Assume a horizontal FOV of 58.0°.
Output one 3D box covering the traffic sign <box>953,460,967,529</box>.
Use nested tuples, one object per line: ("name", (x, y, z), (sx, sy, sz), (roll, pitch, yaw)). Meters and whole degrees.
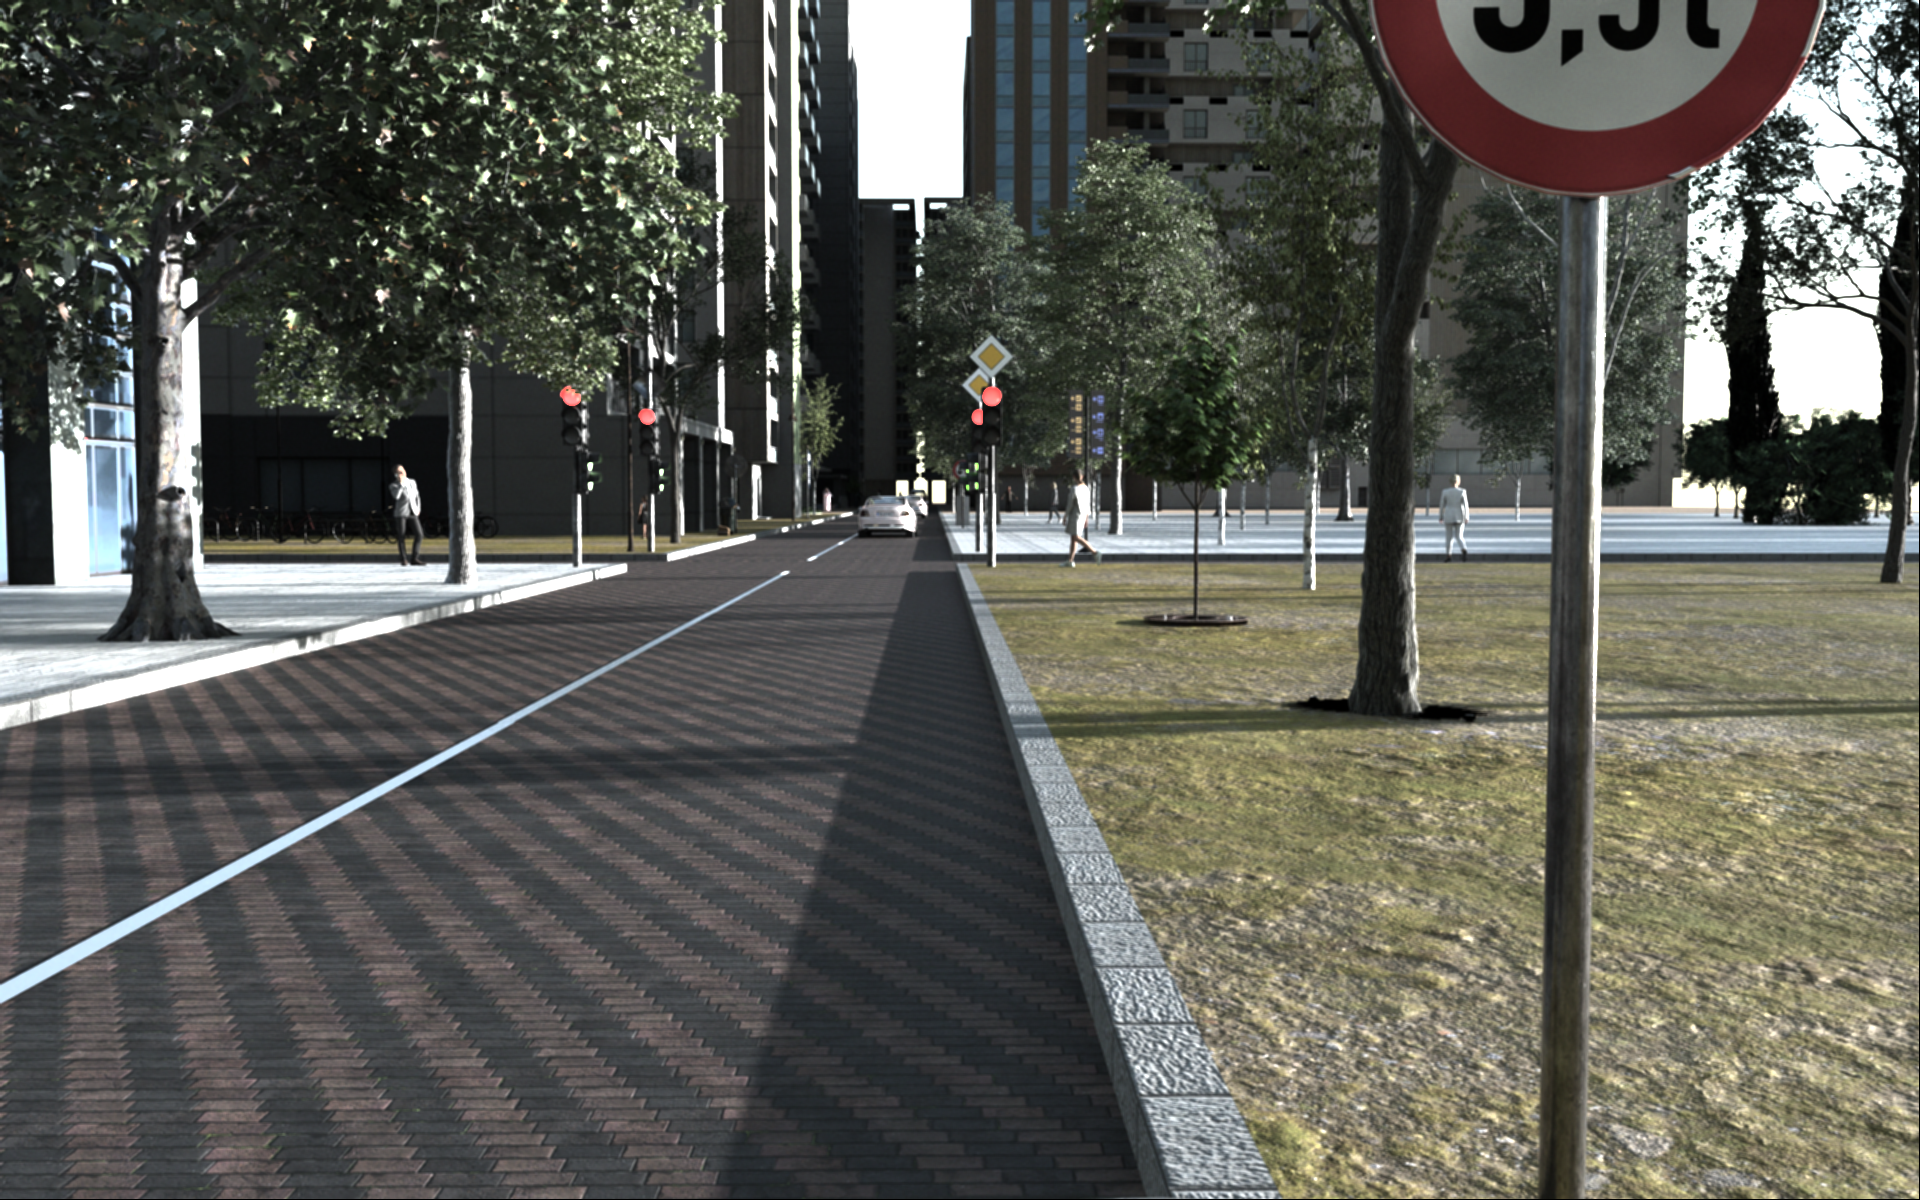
("traffic sign", (0.108, -3.927, 64.318), (0.768, 2.556, 0.104), (0, 4, 1))

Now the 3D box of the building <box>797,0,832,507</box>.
("building", (-21.940, -31.085, 127.856), (23.786, 49.044, 30.456), (0, 4, -1))

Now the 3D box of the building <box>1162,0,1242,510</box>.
("building", (15.007, -34.481, 153.006), (28.713, 52.752, 27.495), (0, 4, -1))

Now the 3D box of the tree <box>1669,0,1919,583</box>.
("tree", (13.810, -5.518, 24.636), (7.601, 10.594, 8.767), (2, 4, 29))

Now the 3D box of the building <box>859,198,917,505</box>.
("building", (-16.985, -31.963, 214.477), (23.993, 40.220, 32.217), (0, 4, -1))

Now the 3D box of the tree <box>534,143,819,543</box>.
("tree", (-7.263, -6.780, 45.261), (8.767, 10.594, 7.601), (2, 4, 27))

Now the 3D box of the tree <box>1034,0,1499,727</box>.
("tree", (2.671, -5.140, 9.791), (9.928, 11.665, 9.643), (0, 3, 0))

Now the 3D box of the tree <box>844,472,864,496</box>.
("tree", (-9.063, -9.335, 147.233), (1.663, 3.219, 1.824), (0, 3, 0))

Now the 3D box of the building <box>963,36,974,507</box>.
("building", (11.103, -33.876, 177.578), (21.300, 48.544, 21.600), (0, 4, -1))

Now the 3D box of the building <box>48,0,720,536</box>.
("building", (-19.050, -38.133, 61.721), (20.563, 71.187, 20.611), (0, 4, -1))

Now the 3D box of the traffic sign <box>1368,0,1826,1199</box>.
("traffic sign", (1.079, -0.179, 3.028), (0.768, 2.556, 0.104), (0, 4, 4))

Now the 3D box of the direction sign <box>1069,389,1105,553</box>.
("direction sign", (2.759, -2.798, 37.743), (0.876, 3.537, 0.379), (-2, 4, -25))

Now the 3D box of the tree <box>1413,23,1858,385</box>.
("tree", (18.258, -11.816, 49.079), (12.611, 20.169, 13.585), (0, 3, 0))

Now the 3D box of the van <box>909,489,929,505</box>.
("van", (-3.680, -8.770, 150.396), (2.013, 2.044, 4.112), (0, 4, -3))

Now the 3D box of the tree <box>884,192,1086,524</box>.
("tree", (1.463, -10.202, 73.456), (9.857, 13.997, 8.962), (0, 3, 0))

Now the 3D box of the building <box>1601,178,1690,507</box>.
("building", (66.905, -30.534, 182.826), (14.086, 41.232, 14.154), (0, 4, -1))

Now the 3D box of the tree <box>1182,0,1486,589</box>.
("tree", (4.853, -4.463, 23.340), (4.737, 8.622, 4.395), (0, 3, 0))

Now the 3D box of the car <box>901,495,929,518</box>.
("car", (-2.911, -5.546, 103.042), (2.083, 1.381, 4.827), (0, 4, 0))

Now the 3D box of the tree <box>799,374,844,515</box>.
("tree", (-9.011, -9.536, 106.268), (4.737, 8.622, 4.395), (0, 3, 0))

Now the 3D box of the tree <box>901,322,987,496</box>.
("tree", (-0.074, -11.832, 111.578), (7.486, 12.596, 7.792), (0, 3, 0))

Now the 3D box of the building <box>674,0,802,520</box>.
("building", (-15.705, -24.735, 88.016), (14.154, 41.232, 14.086), (0, 4, -1))

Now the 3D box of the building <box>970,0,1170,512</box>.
("building", (7.842, -29.453, 131.670), (14.600, 45.320, 14.200), (0, 4, -1))

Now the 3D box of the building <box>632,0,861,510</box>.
("building", (-21.002, -45.183, 177.000), (20.611, 71.187, 20.563), (0, 4, -1))

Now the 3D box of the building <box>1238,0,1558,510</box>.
("building", (44.778, -35.804, 174.633), (27.495, 52.752, 28.713), (0, 4, -1))

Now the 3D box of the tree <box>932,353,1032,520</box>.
("tree", (0.824, -8.716, 92.874), (4.360, 8.622, 3.978), (0, 3, 0))

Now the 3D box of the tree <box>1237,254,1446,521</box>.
("tree", (18.270, -10.090, 81.980), (9.611, 12.733, 9.660), (0, 3, 0))

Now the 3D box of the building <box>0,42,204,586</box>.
("building", (-28.140, -42.977, 15.348), (31.000, 86.520, 22.319), (0, 4, -1))

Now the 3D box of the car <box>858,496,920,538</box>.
("car", (-2.418, -2.813, 58.351), (2.083, 1.381, 4.827), (0, 4, 0))

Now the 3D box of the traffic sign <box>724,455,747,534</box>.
("traffic sign", (-7.238, -3.409, 55.835), (0.768, 2.556, 0.104), (1, 4, 9))

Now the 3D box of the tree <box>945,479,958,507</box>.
("tree", (-0.658, -10.692, 169.410), (1.663, 3.219, 1.824), (0, 3, 0))

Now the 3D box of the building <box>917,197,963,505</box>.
("building", (7.157, -31.934, 213.994), (23.993, 40.220, 32.217), (0, 4, -1))

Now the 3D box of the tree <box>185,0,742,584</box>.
("tree", (-6.738, -6.511, 24.578), (7.486, 12.596, 7.792), (0, 3, 0))

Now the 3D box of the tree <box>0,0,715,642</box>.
("tree", (-6.954, -5.998, 15.075), (9.611, 12.733, 9.660), (0, 3, 0))

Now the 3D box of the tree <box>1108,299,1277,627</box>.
("tree", (2.464, -1.385, 17.241), (1.663, 3.219, 1.824), (0, 3, 0))

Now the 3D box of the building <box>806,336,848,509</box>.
("building", (-26.558, -28.339, 155.229), (32.217, 40.220, 23.993), (0, 4, -1))
